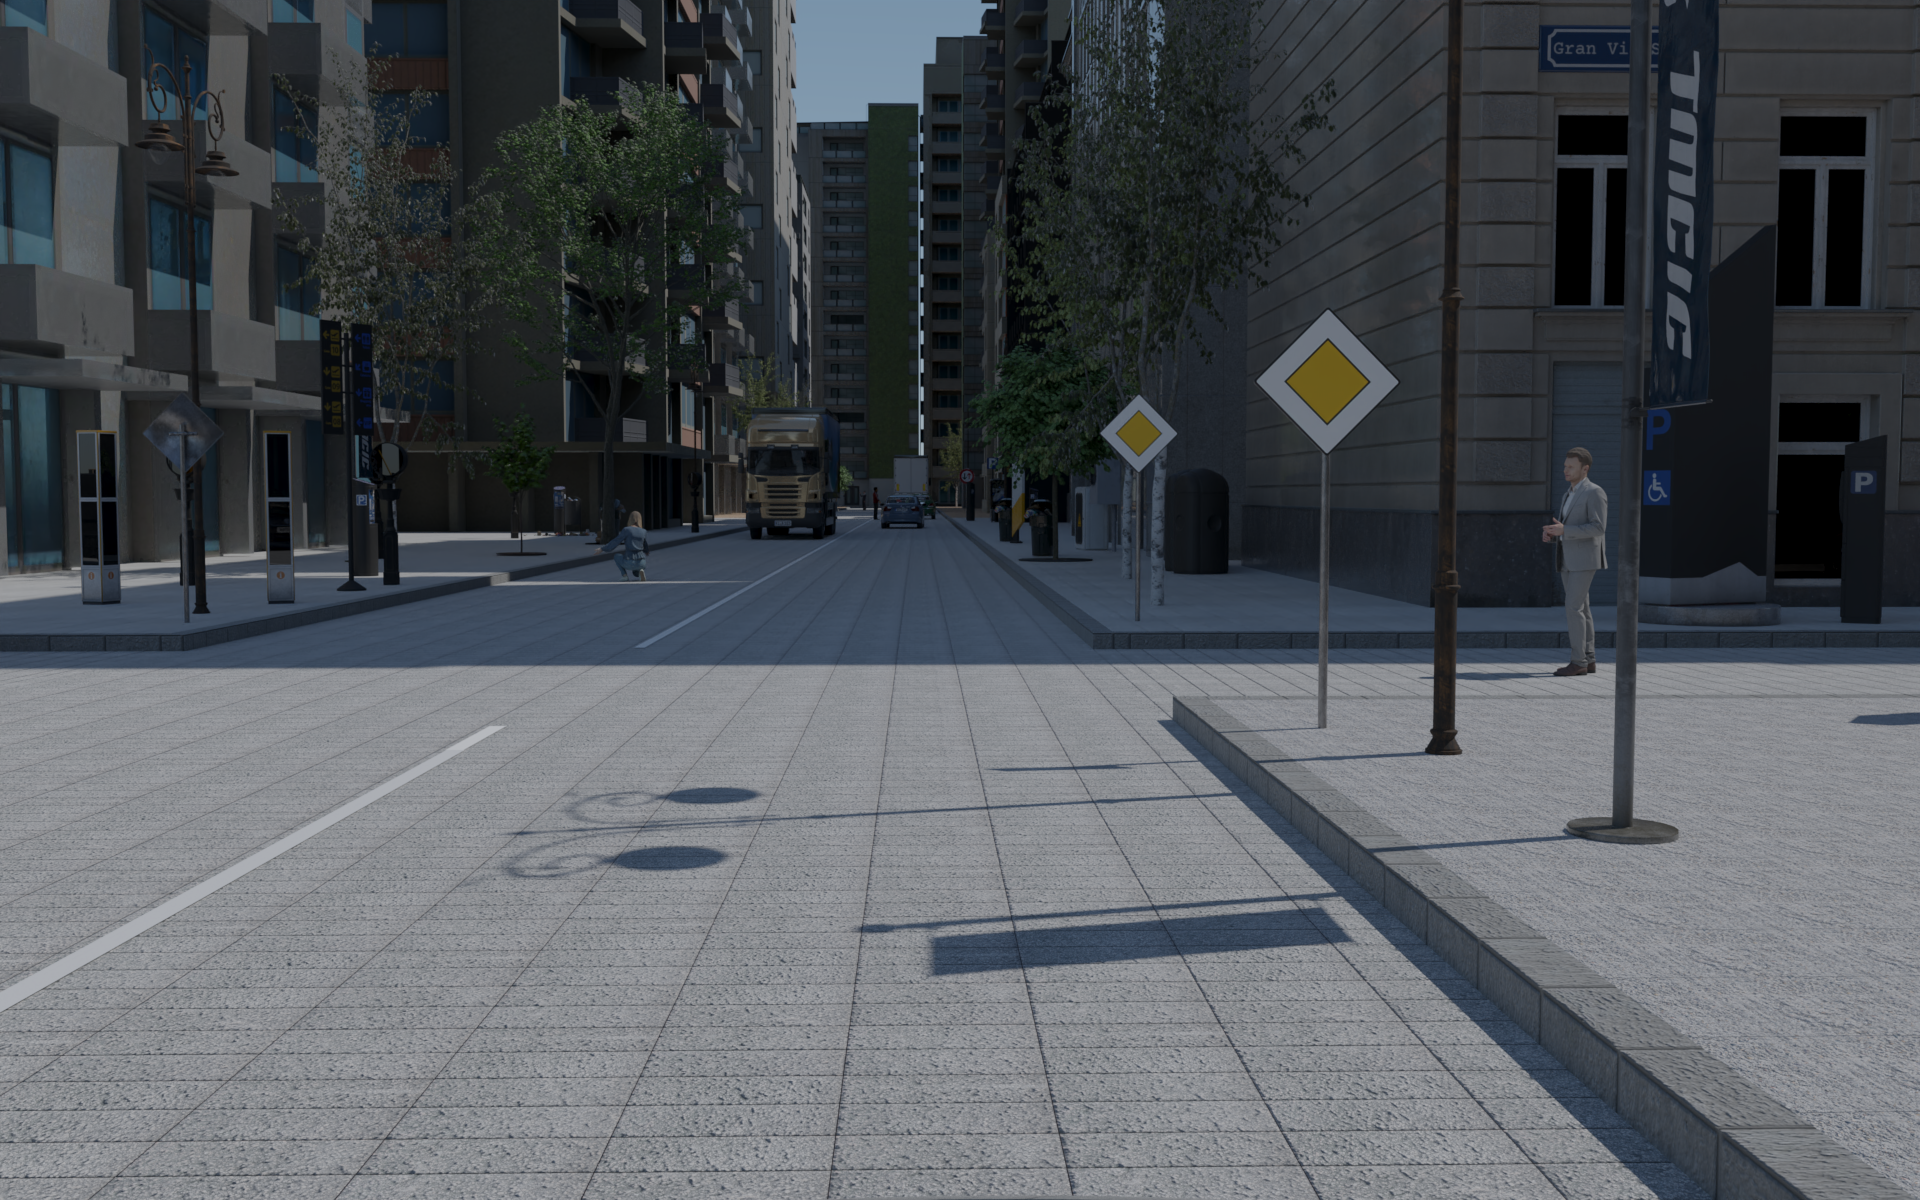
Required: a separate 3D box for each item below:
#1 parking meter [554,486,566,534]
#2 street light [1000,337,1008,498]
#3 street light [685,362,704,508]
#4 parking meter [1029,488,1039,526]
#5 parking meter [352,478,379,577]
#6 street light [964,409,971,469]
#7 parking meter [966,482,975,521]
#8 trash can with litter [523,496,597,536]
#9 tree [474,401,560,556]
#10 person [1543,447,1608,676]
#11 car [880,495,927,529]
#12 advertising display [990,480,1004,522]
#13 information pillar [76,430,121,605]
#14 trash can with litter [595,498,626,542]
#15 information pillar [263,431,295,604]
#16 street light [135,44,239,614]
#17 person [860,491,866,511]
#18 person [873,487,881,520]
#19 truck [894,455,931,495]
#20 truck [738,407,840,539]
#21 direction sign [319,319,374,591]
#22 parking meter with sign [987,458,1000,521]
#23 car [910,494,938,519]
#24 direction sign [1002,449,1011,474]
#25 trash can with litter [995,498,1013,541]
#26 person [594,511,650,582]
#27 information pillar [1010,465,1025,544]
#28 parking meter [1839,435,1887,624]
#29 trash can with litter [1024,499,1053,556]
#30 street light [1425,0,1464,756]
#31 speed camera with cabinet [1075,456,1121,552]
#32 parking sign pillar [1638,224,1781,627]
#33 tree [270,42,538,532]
[{"bbox_3d":[-12.830,-2.881,55.518,0.372,1.533,0.369,0,3,0],"label":"parking meter"},{"bbox_3d":[1.345,-4.795,51.183,0.468,5.910,1.993,0,4,-1],"label":"street light"},{"bbox_3d":[-9.059,-5.288,59.254,0.468,5.910,1.993,0,4,-1],"label":"street light"},{"bbox_3d":[2.987,-3.766,69.981,0.372,1.533,0.369,0,3,0],"label":"parking meter"},{"bbox_3d":[-9.293,-1.140,27.055,0.372,1.533,0.369,0,3,0],"label":"parking meter"},{"bbox_3d":[0.427,-7.293,92.022,0.468,5.910,1.993,0,4,-1],"label":"street light"},{"bbox_3d":[0.516,-4.708,82.690,0.255,1.863,0.399,3,5,40],"label":"parking meter"},{"bbox_3d":[-12.264,-2.578,53.202,2.233,1.210,1.678,0,4,1],"label":"trash can with litter"},{"bbox_3d":[-9.074,-2.539,36.108,1.663,3.219,1.824,0,3,0],"label":"tree"},{"bbox_3d":[4.841,-0.311,13.788,0.583,1.804,0.606,-1,4,-11],"label":"person"},{"bbox_3d":[-2.410,-3.744,73.221,2.014,1.417,4.499,0,4,0],"label":"car"},{"bbox_3d":[1.718,-4.495,78.701,0.123,1.923,0.974,3,5,40],"label":"advertising display"},{"bbox_3d":[-10.004,-0.956,20.125,0.304,2.012,0.304,1,4,16],"label":"information pillar"},{"bbox_3d":[-9.235,-2.094,45.626,0.624,1.170,1.055,0,4,5],"label":"trash can with litter"},{"bbox_3d":[-7.972,-0.965,20.278,0.304,2.012,0.304,-1,4,-22],"label":"information pillar"},{"bbox_3d":[-8.150,-2.791,18.427,0.468,5.910,1.993,0,4,-1],"label":"street light"},{"bbox_3d":[-8.439,-8.618,150.214,0.742,1.727,0.445,1,4,23],"label":"person"},{"bbox_3d":[-4.651,-5.375,96.342,0.705,1.831,1.348,-1,4,-15],"label":"person"},{"bbox_3d":[-3.598,-8.630,130.015,2.839,4.237,11.283,0,4,-1],"label":"truck"},{"bbox_3d":[-5.548,-4.247,58.360,2.839,4.237,11.283,0,4,-1],"label":"truck"},{"bbox_3d":[-8.084,-1.891,22.907,0.379,3.537,0.876,2,4,27],"label":"direction sign"},{"bbox_3d":[1.632,-5.249,82.083,0.543,3.016,1.738,0,4,-5],"label":"parking meter with sign"},{"bbox_3d":[-2.306,-5.364,99.503,2.131,1.459,4.920,0,4,-1],"label":"car"},{"bbox_3d":[2.085,-4.690,68.683,0.876,3.537,0.379,2,4,25],"label":"direction sign"},{"bbox_3d":[1.245,-2.175,46.953,0.624,1.170,1.055,0,4,1],"label":"trash can with litter"},{"bbox_3d":[-5.491,-0.883,28.428,1.012,1.151,0.738,-2,4,-26],"label":"person"},{"bbox_3d":[1.506,-3.275,44.905,0.183,3.616,0.504,-2,4,-31],"label":"information pillar"},{"bbox_3d":[8.956,-0.703,17.210,0.399,1.863,0.255,2,4,31],"label":"parking meter"},{"bbox_3d":[1.702,-1.506,36.010,0.624,1.170,1.055,1,4,10],"label":"trash can with litter"},{"bbox_3d":[2.396,-2.178,8.405,0.468,5.910,1.993,0,4,-1],"label":"street light"},{"bbox_3d":[3.110,-2.748,39.261,0.660,3.252,2.038,-1,4,-10],"label":"speed camera with cabinet"},{"bbox_3d":[7.472,-1.765,17.327,1.447,3.967,1.447,-2,4,-24],"label":"parking sign pillar"},{"bbox_3d":[-9.393,-4.791,28.697,4.360,8.622,3.978,0,3,0],"label":"tree"}]
